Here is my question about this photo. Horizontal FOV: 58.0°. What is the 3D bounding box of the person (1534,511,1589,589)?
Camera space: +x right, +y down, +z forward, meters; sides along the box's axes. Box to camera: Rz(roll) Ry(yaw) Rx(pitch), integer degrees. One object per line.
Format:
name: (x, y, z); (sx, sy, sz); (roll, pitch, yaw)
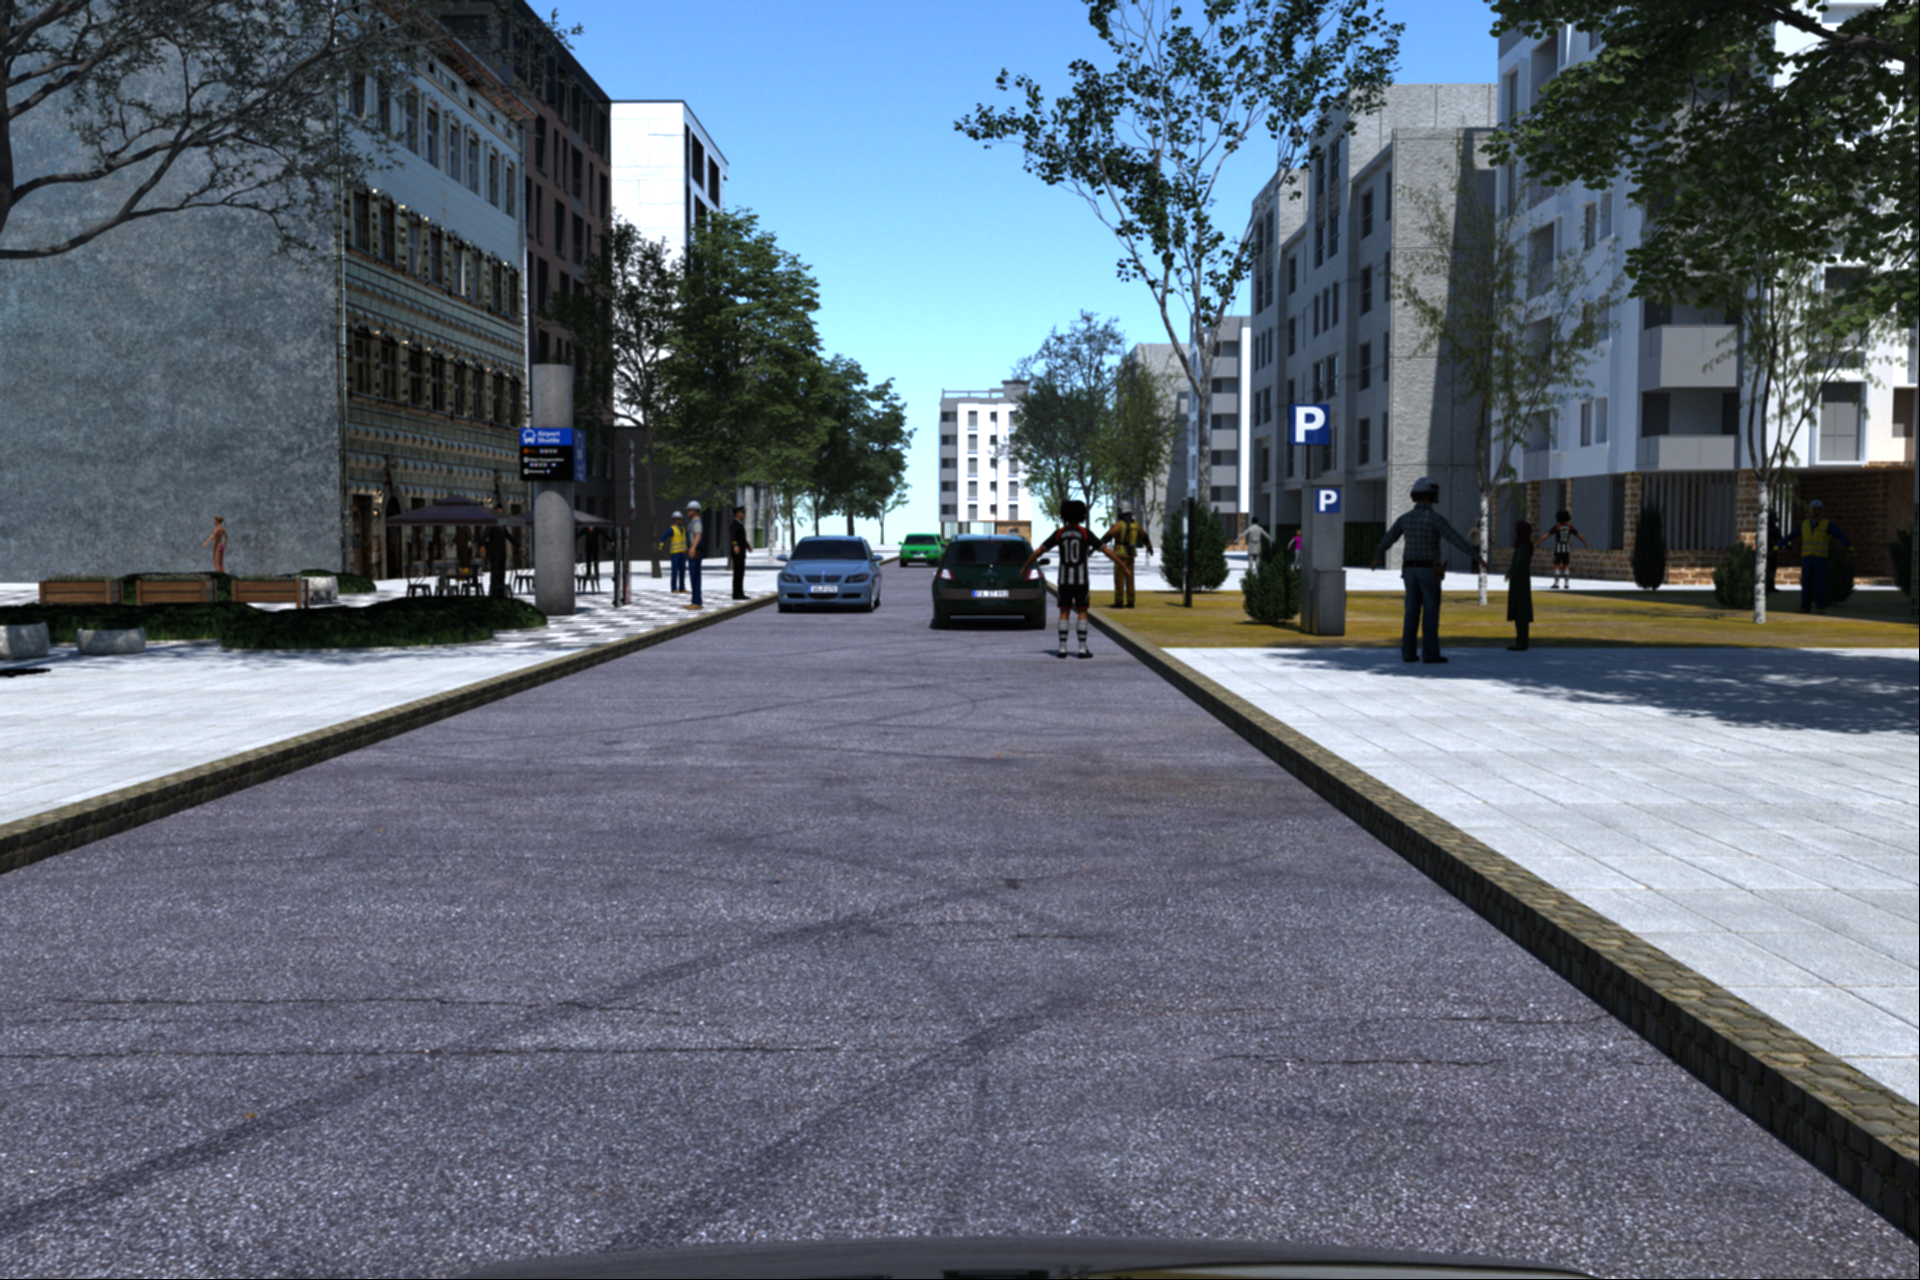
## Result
person: (14.124, -2.112, 40.667); (1.345, 1.843, 0.704); (0, 4, 0)

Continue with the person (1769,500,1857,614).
person: (13.784, -1.345, 27.952); (0.705, 1.833, 1.349); (-3, 5, -44)

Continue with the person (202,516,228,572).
person: (-18.940, -2.279, 44.069); (0.721, 1.733, 1.217); (0, 4, 2)

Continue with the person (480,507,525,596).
person: (-8.844, -1.653, 33.252); (0.704, 1.802, 1.346); (1, 4, 21)

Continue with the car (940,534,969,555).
car: (0.332, -3.134, 63.042); (2.131, 1.459, 4.920); (0, 4, 0)

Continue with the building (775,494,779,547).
building: (-23.230, -14.537, 179.829); (9.099, 9.664, 28.070); (0, 4, 0)

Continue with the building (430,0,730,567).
building: (-26.970, -14.436, 80.002); (27.936, 21.610, 32.646); (0, 4, 1)

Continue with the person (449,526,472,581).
person: (-13.639, -2.528, 47.475); (0.704, 1.812, 1.346); (-3, 5, -39)

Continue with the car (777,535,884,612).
car: (-2.448, -1.295, 33.175); (2.014, 1.417, 4.499); (0, 4, 0)

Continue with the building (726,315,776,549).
building: (-25.749, -16.982, 144.112); (16.747, 18.905, 31.486); (0, 4, 1)

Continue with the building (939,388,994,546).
building: (-2.391, -21.910, 217.104); (11.380, 20.090, 16.016); (0, 4, 6)

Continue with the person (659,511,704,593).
person: (-6.046, -1.898, 37.490); (0.721, 1.772, 1.216); (3, 5, 40)

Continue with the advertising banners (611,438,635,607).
advertising banners: (-6.040, -2.142, 31.209); (0.090, 3.025, 2.074); (0, 3, 0)

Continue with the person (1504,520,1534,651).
person: (6.149, -0.609, 19.172); (0.599, 1.438, 0.989); (2, 4, 26)

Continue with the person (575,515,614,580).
person: (-10.177, -2.550, 47.882); (1.347, 1.806, 0.705); (0, 4, -1)

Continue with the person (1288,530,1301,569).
person: (11.550, -3.036, 58.897); (0.991, 1.433, 0.599); (-2, 4, -25)

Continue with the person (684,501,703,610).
person: (-4.541, -1.444, 29.470); (0.705, 1.847, 1.347); (-1, 4, -13)

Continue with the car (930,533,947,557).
car: (-1.638, -4.953, 89.779); (1.959, 1.807, 4.718); (0, 4, 0)

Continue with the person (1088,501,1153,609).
person: (2.829, -1.479, 29.944); (1.354, 1.858, 0.705); (-2, 4, -30)

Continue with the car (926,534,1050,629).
car: (0.449, -1.077, 27.400); (2.009, 1.686, 4.222); (0, 3, 0)

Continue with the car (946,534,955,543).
car: (0.019, -6.909, 122.749); (2.009, 1.686, 4.222); (0, 3, 0)

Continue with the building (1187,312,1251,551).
building: (24.551, -17.767, 146.903); (16.016, 20.090, 11.380); (0, 4, 1)

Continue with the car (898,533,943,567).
car: (-1.722, -4.126, 76.257); (1.959, 1.807, 4.718); (0, 4, 0)

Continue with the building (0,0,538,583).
building: (-25.066, -13.618, 53.583); (19.493, 23.208, 18.063); (0, 4, 1)

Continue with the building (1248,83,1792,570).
building: (23.721, -12.861, 76.727); (16.747, 18.905, 31.486); (0, 4, 1)

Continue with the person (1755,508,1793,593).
person: (17.838, -1.976, 38.091); (1.354, 1.856, 0.705); (-2, 4, -35)

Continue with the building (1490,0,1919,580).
building: (22.895, -12.207, 56.000); (16.016, 20.090, 11.380); (0, 4, 1)

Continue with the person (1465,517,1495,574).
person: (16.573, -3.014, 55.413); (1.348, 1.813, 0.705); (-2, 4, -33)

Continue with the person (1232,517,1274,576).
person: (9.073, -2.890, 53.446); (1.347, 1.806, 0.705); (0, 4, -8)

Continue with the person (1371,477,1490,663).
person: (4.650, -0.703, 17.331); (0.704, 1.849, 1.345); (-3, 5, -42)

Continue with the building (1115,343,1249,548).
building: (24.842, -18.511, 169.109); (16.747, 18.905, 31.486); (0, 4, 1)

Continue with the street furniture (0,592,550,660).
street furniture: (-9.431, -0.294, 20.434); (10.072, 0.657, 5.734); (-2, 4, -32)

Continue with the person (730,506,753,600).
person: (-4.302, -1.710, 33.893); (0.705, 1.837, 1.347); (0, 4, 5)

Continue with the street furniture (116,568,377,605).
street furniture: (-14.826, -1.175, 34.832); (5.734, 0.657, 10.072); (-1, 4, -16)

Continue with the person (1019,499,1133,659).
person: (1.318, -0.697, 20.004); (1.345, 1.843, 0.704); (1, 4, 14)
